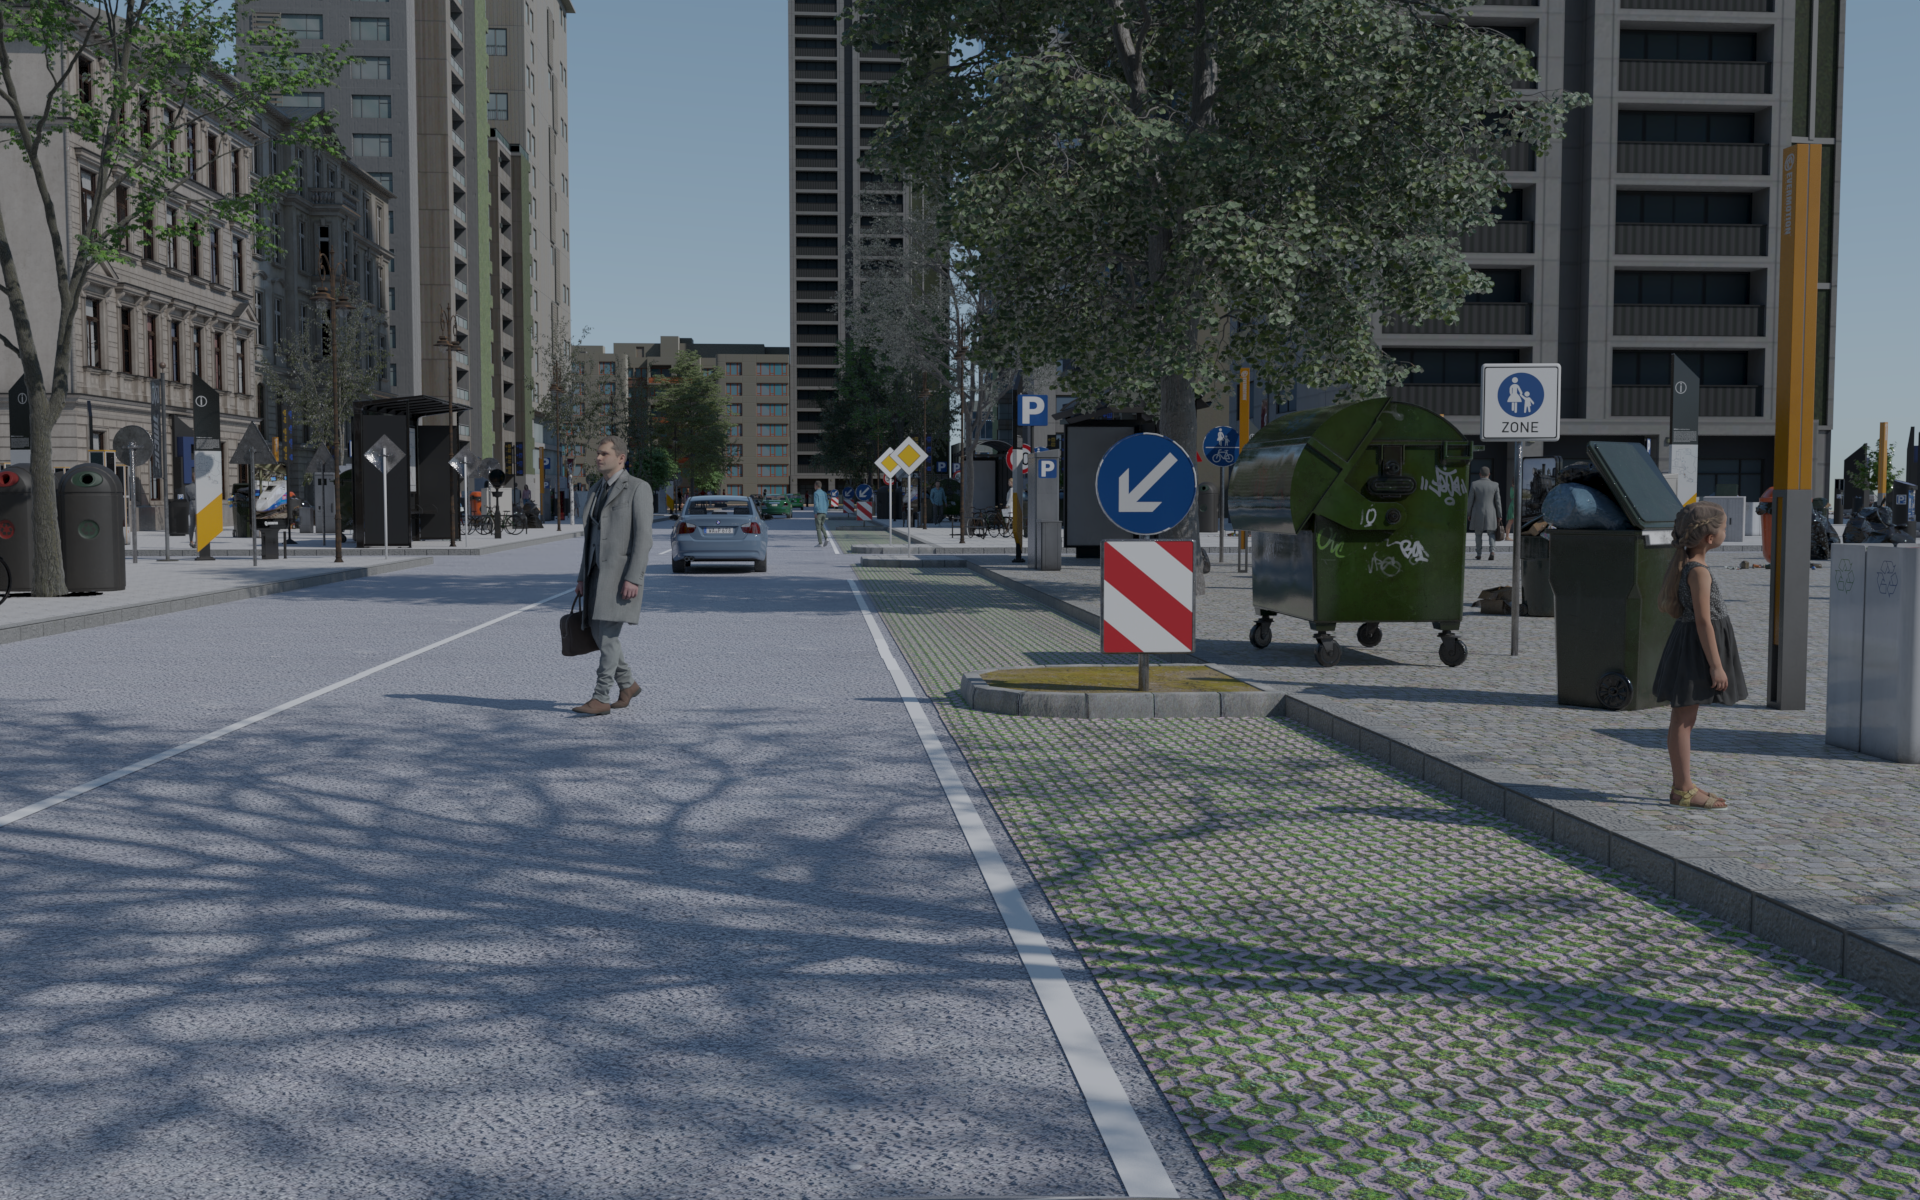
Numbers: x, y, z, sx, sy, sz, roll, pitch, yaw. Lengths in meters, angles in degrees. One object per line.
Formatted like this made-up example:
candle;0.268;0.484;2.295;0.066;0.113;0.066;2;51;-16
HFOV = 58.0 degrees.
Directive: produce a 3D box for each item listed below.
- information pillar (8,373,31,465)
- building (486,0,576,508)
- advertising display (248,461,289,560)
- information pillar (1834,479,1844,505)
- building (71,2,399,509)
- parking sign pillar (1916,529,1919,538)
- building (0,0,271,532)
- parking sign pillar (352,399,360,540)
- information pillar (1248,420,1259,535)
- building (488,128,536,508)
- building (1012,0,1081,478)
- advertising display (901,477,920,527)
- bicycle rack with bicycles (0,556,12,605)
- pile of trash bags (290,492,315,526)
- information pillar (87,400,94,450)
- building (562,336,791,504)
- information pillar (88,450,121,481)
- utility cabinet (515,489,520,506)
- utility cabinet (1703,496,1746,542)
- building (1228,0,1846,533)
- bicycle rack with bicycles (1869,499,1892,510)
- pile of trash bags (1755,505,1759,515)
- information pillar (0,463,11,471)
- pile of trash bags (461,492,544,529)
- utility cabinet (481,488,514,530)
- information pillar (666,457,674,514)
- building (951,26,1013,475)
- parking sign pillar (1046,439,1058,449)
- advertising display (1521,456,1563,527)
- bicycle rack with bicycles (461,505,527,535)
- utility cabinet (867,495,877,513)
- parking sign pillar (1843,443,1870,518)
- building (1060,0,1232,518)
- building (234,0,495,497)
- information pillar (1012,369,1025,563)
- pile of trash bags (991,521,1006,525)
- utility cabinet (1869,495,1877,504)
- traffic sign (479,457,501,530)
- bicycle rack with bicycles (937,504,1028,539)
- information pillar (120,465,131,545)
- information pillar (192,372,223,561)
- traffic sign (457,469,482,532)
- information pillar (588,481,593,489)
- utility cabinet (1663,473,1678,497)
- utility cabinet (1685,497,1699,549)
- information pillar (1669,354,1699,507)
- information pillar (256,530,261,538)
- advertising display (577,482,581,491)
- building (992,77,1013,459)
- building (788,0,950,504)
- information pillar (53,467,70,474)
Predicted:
information pillar;-17.580;-2.517;32.500;0.504;3.616;0.183;1;4;17
building;-51.173;-34.944;160.570;27.495;52.752;28.713;0;4;-5
advertising display;-13.521;-1.754;33.894;0.123;1.923;0.974;1;4;19
information pillar;42.061;-4.794;82.879;0.304;2.012;0.304;-1;4;-20
building;-38.652;-16.526;89.277;14.460;24.649;34.723;0;4;-5
parking sign pillar;28.764;-3.806;50.699;1.447;3.967;1.447;-2;4;-28
building;-33.260;-12.124;62.860;10.561;19.102;19.286;0;4;-5
parking sign pillar;-16.453;-3.699;48.946;1.447;3.967;1.447;0;4;6
information pillar;9.203;-3.851;54.312;0.504;3.616;0.183;-2;4;-24
building;-41.802;-22.290;136.150;14.160;30.474;14.107;0;4;-5
building;15.179;-37.349;152.651;21.231;58.520;28.212;0;4;-5
advertising display;-1.897;-3.767;66.812;0.123;1.923;0.974;-3;5;-42
bicycle rack with bicycles;-11.620;-0.307;18.407;2.852;0.926;2.925;3;4;37
pile of trash bags;-26.428;-3.679;69.903;1.912;1.369;3.447;0;4;4
information pillar;-21.645;-3.169;43.167;0.183;3.616;0.504;-2;4;-31
building;-36.792;-23.370;227.132;28.899;21.520;27.650;0;4;-5
information pillar;-14.366;-1.502;29.054;0.304;2.012;0.304;0;4;7
utility cabinet;-21.550;-4.543;82.963;0.318;1.500;1.173;1;4;19
utility cabinet;20.559;-2.169;46.619;1.020;1.237;0.306;2;4;34
building;22.805;-38.314;64.692;20.611;71.187;20.563;0;4;-5
bicycle rack with bicycles;63.215;-6.459;118.987;2.925;0.926;2.852;1;4;8
pile of trash bags;11.168;-0.656;20.471;3.447;1.369;1.912;0;4;1
information pillar;-22.351;-2.218;40.761;0.304;2.012;0.304;3;5;45
pile of trash bags;-17.192;-3.366;64.786;3.447;1.369;1.912;3;4;36
utility cabinet;-16.631;-3.270;62.139;0.318;1.500;1.173;2;4;33
information pillar;-18.387;-7.245;109.806;0.504;3.616;0.183;-3;5;-41
building;14.377;-55.903;226.688;31.000;86.520;22.319;0;4;-5
parking sign pillar;4.190;-5.849;84.107;1.447;3.967;1.447;1;4;16
advertising display;9.884;-1.485;29.488;0.123;1.923;0.974;-1;4;-18
bicycle rack with bicycles;-14.916;-2.527;54.704;2.925;0.926;2.852;2;4;24
utility cabinet;-5.827;-6.362;115.187;0.306;1.237;1.020;1;4;22
parking sign pillar;47.603;-6.329;91.955;1.447;3.967;1.447;-2;4;-23
building;17.885;-27.536;104.833;22.147;44.769;28.867;0;4;-5
building;-41.278;-26.787;121.558;14.154;41.232;14.086;0;4;-5
information pillar;1.080;-2.507;32.341;0.183;3.616;0.504;1;4;15
pile of trash bags;1.025;-3.809;72.031;1.912;1.369;3.447;1;4;18
utility cabinet;63.758;-6.742;121.393;0.306;1.237;1.020;-1;4;-15
traffic sign;-16.386;-3.683;60.330;0.768;2.556;0.104;0;4;1
bicycle rack with bicycles;1.019;-2.258;50.303;2.852;0.926;2.925;-2;4;-29
information pillar;-21.067;-2.387;43.516;0.304;2.012;0.304;-1;4;-9
information pillar;-14.495;-2.568;33.341;0.504;3.616;0.183;-3;4;-37
traffic sign;-16.428;-3.541;57.903;0.884;2.594;0.081;0;4;4
information pillar;-21.005;-5.766;98.768;0.304;2.012;0.304;-1;4;-19
utility cabinet;7.358;-0.635;19.060;0.318;1.500;1.173;-1;4;-16
utility cabinet;14.676;-1.500;35.680;0.306;1.237;1.020;-2;4;-29
information pillar;12.117;-2.306;29.058;0.504;3.616;0.183;-1;4;-9
information pillar;-20.232;-2.797;50.227;0.304;2.012;0.304;-3;5;-41
advertising display;-21.228;-5.591;96.624;0.123;1.923;0.974;0;4;-6
building;10.074;-29.990;173.924;14.154;41.232;14.086;0;4;-5
building;-11.656;-48.060;224.036;20.611;71.187;20.563;0;4;-5
information pillar;-24.303;-2.595;46.922;0.304;2.012;0.304;0;4;-1
